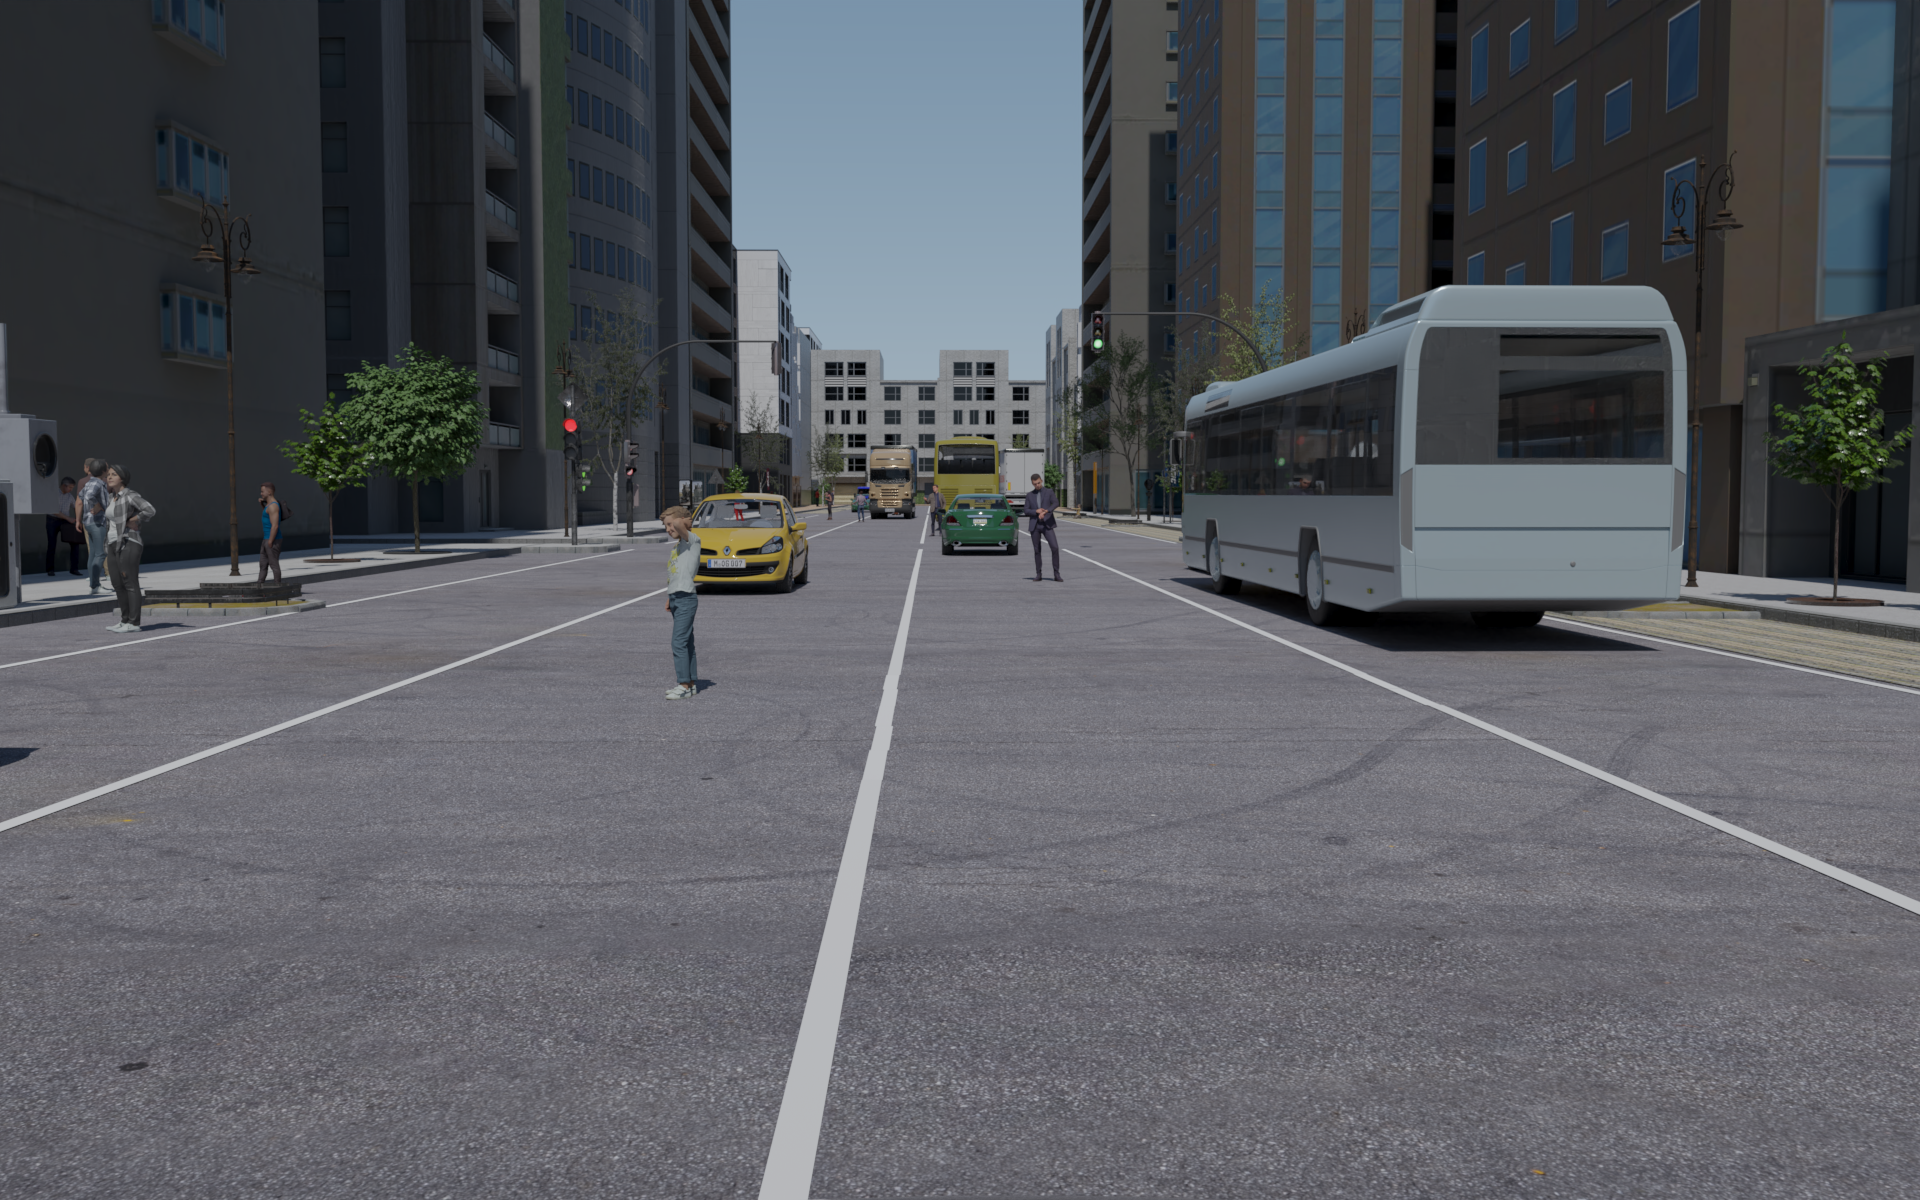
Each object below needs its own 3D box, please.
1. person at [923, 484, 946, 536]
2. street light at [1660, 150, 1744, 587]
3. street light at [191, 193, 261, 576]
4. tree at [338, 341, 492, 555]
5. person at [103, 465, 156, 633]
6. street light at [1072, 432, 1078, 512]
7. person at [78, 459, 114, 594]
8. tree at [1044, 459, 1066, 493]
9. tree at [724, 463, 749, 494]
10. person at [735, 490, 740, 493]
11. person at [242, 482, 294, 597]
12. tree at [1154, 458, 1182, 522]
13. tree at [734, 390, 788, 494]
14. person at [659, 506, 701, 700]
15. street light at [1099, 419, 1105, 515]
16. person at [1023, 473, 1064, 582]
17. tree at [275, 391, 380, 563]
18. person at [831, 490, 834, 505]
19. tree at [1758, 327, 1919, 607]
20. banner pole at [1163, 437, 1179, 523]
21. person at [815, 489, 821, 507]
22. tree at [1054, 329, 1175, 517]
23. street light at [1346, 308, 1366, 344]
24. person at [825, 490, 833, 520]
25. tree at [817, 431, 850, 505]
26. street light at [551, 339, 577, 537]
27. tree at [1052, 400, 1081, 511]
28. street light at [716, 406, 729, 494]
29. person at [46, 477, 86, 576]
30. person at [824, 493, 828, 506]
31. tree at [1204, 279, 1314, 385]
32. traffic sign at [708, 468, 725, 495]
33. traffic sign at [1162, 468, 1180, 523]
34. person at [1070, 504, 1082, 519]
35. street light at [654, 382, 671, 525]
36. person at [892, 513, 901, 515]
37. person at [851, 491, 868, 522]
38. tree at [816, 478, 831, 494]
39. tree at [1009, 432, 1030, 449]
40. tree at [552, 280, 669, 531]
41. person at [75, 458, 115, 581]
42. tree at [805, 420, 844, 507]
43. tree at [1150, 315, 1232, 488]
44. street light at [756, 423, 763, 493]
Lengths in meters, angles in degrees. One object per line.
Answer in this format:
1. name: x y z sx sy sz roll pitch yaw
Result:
1. person: -0.856 -3.026 58.510 0.617 1.759 0.750 1 4 19
2. street light: 10.109 -3.117 23.752 0.468 5.910 1.993 0 4 -1
3. street light: -11.360 -3.314 26.964 0.468 5.910 1.993 0 4 -1
4. tree: -11.677 -3.279 37.327 4.285 4.588 4.351 0 3 0
5. person: -8.659 -0.536 17.985 0.376 1.734 0.841 -3 5 -41
6. street light: 8.426 -9.388 126.274 0.468 5.910 1.993 0 4 -1
7. person: -11.185 -0.958 22.428 0.376 1.734 0.841 -2 4 -28
8. tree: 7.959 -10.663 158.046 4.285 4.588 4.351 0 3 0
9. tree: -13.560 -6.706 104.250 1.663 3.219 1.824 0 3 0
10. person: -10.035 -4.181 78.568 0.593 1.614 0.444 1 4 9
11. person: -9.612 -0.836 24.038 0.662 1.594 0.647 -3 4 -38
12. tree: 9.875 -5.229 80.094 1.663 3.219 1.824 0 3 0
13. tree: -13.953 -10.465 121.459 4.360 8.622 3.978 0 3 0
14. person: -1.990 0.010 12.252 0.340 1.345 0.435 -2 4 -29
15. street light: 8.795 -8.207 106.970 0.468 5.910 1.993 0 4 -1
16. person: 1.362 -1.185 28.318 0.683 1.767 0.568 1 4 10
17. tree: -11.691 -2.319 32.519 1.663 3.219 1.824 0 3 0
18. person: -14.263 -11.452 194.204 0.530 1.710 0.541 2 4 29
19. tree: 10.333 -1.561 20.120 1.663 3.219 1.824 0 3 0
20. banner pole: 9.175 -5.245 75.765 0.863 3.779 0.401 0 4 1
21. person: -14.407 -10.374 175.594 0.705 1.831 1.348 -2 4 -32
22. tree: 9.724 -9.964 97.320 8.767 10.594 7.601 0 4 -8
23. street light: 9.802 -4.298 43.058 0.468 5.910 1.993 0 4 -1
24. person: -7.213 -5.203 95.043 0.593 1.643 0.415 3 5 44
25. tree: -14.768 -15.362 201.528 4.737 8.622 4.395 0 3 0
26. street light: -11.772 -4.824 51.661 0.468 5.910 1.993 0 4 -1
27. tree: 8.955 -11.053 131.084 4.737 8.622 4.395 0 3 0
28. street light: -12.510 -7.250 91.322 0.468 5.910 1.993 0 4 -1
29. person: -14.044 -1.159 27.198 0.590 1.554 0.614 1 4 20
30. person: -14.479 -11.051 187.430 1.217 1.736 0.721 -3 5 -44
31. tree: 10.351 -6.728 60.364 4.737 8.622 4.395 0 3 0
32. traffic sign: -12.322 -5.358 87.604 0.884 2.594 0.081 0 3 0
33. traffic sign: 9.294 -4.668 76.425 0.768 2.556 0.104 0 4 6
34. person: 6.666 -5.080 99.490 0.695 0.859 0.347 -1 4 -8
35. street light: -12.264 -6.042 71.566 0.468 5.910 1.993 0 4 -1
36. person: -4.385 -6.154 117.410 0.859 0.850 0.655 -1 4 -16
37. person: -5.053 -4.766 88.379 0.963 1.587 0.435 -2 4 -30
38. tree: -14.406 -11.564 183.676 1.663 3.219 1.824 0 3 0
39. tree: 7.434 -15.504 203.846 4.737 8.622 4.395 0 3 0
40. tree: -12.039 -6.711 60.087 4.360 8.622 3.978 0 3 0
41. person: -12.720 -1.183 25.520 0.598 1.807 0.434 -3 4 -39
42. tree: -13.722 -13.642 173.410 4.360 8.622 3.978 0 3 0
43. tree: 9.682 -7.438 71.980 4.360 8.622 3.978 0 3 0
44. street light: -12.814 -8.431 110.627 0.468 5.910 1.993 0 4 -1
